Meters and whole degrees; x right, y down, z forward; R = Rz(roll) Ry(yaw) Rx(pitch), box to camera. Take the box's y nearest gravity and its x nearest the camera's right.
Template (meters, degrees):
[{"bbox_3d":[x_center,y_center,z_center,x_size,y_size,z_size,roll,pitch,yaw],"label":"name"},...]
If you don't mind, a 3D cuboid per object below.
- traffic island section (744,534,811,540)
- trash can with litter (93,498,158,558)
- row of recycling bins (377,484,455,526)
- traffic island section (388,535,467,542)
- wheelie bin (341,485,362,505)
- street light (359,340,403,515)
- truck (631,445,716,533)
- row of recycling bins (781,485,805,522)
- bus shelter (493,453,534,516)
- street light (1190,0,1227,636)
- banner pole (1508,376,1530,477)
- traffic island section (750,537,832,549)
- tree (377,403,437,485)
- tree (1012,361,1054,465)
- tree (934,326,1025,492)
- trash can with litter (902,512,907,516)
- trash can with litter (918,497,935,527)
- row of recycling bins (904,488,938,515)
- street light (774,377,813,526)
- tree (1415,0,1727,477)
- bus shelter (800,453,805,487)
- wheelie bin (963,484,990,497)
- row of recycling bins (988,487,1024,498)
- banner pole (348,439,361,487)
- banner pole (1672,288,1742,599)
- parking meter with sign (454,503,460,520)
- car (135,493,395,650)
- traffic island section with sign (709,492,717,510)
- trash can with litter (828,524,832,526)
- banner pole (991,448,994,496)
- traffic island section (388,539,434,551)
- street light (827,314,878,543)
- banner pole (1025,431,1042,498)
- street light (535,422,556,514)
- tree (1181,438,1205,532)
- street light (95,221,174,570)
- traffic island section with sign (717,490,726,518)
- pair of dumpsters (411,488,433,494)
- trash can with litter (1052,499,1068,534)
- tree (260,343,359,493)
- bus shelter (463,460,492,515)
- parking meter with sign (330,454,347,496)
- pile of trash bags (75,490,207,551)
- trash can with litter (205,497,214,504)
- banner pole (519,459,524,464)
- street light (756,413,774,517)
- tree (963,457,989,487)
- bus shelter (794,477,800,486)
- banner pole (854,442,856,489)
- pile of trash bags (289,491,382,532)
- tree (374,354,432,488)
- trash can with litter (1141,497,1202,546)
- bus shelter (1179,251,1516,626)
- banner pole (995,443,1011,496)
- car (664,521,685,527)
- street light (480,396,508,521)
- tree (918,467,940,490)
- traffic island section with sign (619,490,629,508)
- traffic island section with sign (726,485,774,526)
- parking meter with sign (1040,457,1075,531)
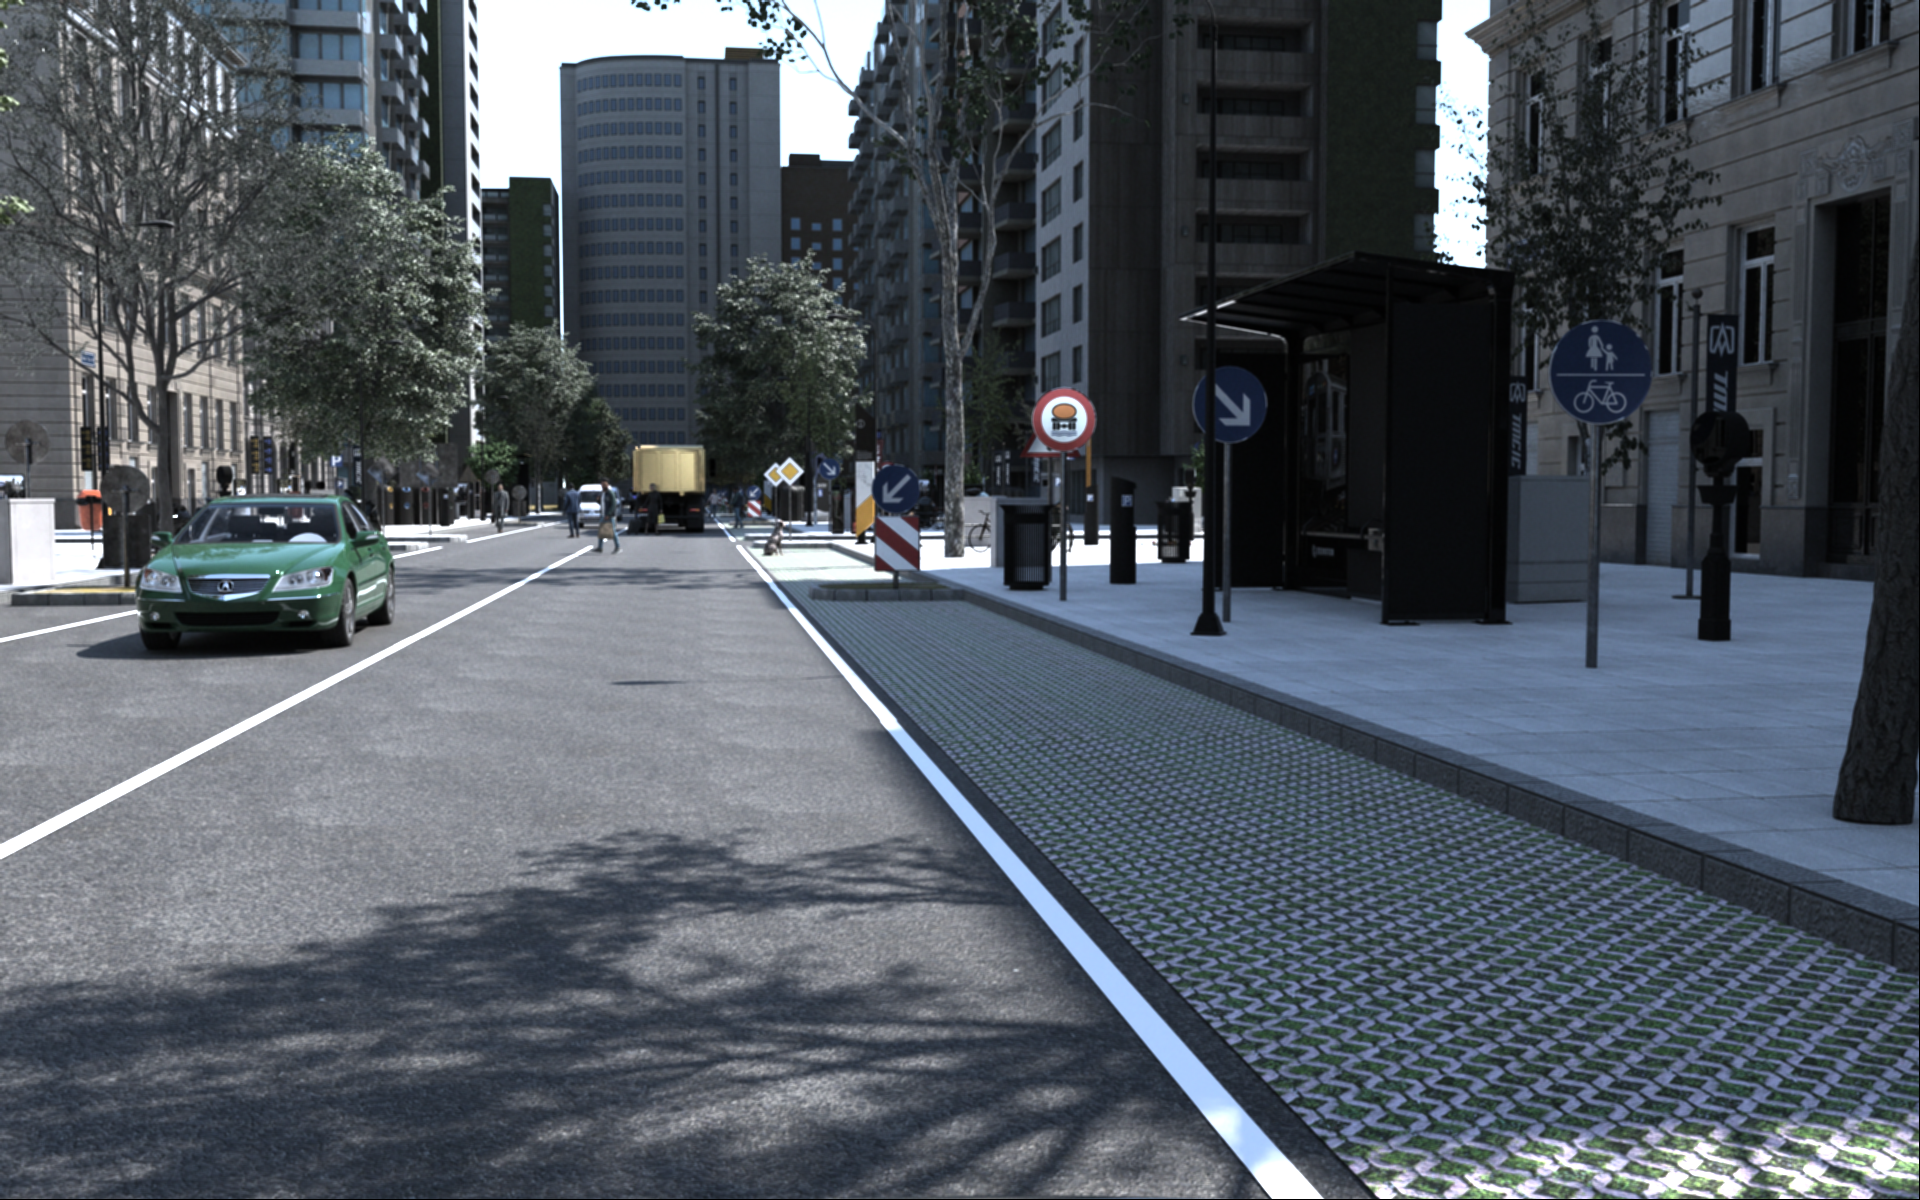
[{"bbox_3d":[-5.750,-1.964,54.396,2.009,0.180,2.903,-1,4,-9],"label":"traffic island section"},{"bbox_3d":[-16.296,-1.473,35.145,2.233,1.210,1.678,1,4,22],"label":"trash can with litter"},{"bbox_3d":[-22.596,-3.936,71.464,1.069,1.692,3.534,3,5,45],"label":"row of recycling bins"},{"bbox_3d":[-16.169,-1.867,52.804,2.009,0.180,2.903,-1,4,-9],"label":"traffic island section"},{"bbox_3d":[-22.226,-3.397,63.452,0.693,1.594,0.980,1,4,18],"label":"wheelie bin"},{"bbox_3d":[-17.514,-4.881,52.354,1.470,5.913,1.316,-1,4,-9],"label":"street light"},{"bbox_3d":[-11.270,-4.389,67.691,3.469,3.379,9.791,0,4,-8],"label":"truck"},{"bbox_3d":[-7.824,-4.605,82.407,1.069,1.692,3.534,0,4,4],"label":"row of recycling bins"},{"bbox_3d":[-26.364,-6.814,102.691,1.731,3.624,6.357,-1,4,-9],"label":"bus shelter"},{"bbox_3d":[1.735,-2.632,15.574,1.470,5.913,1.316,-1,4,-9],"label":"street light"},{"bbox_3d":[10.239,-2.584,32.271,0.863,3.779,0.401,-1,4,-23],"label":"banner pole"},{"bbox_3d":[-4.535,-1.482,46.504,2.009,0.180,2.903,-1,4,-9],"label":"traffic island section"},{"bbox_3d":[-31.766,-9.070,98.655,4.737,8.622,4.395,0,3,0],"label":"tree"},{"bbox_3d":[5.034,-8.779,93.905,4.360,8.622,3.978,0,3,0],"label":"tree"},{"bbox_3d":[0.959,-7.701,76.277,4.737,8.622,4.395,0,3,0],"label":"tree"},{"bbox_3d":[-3.219,-5.020,93.140,1.678,1.210,2.233,1,4,23],"label":"trash can with litter"},{"bbox_3d":[-1.371,-3.407,67.090,0.624,1.170,1.055,1,4,13],"label":"trash can with litter"},{"bbox_3d":[-2.925,-6.062,106.231,3.534,1.692,1.069,-2,4,-33],"label":"row of recycling bins"},{"bbox_3d":[-6.563,-5.902,69.046,1.470,5.913,1.316,-1,4,-9],"label":"street light"},{"bbox_3d":[8.651,-4.512,24.133,4.360,8.622,3.978,0,3,0],"label":"tree"},{"bbox_3d":[-8.656,-6.733,101.366,1.731,3.624,6.357,-1,4,-9],"label":"bus shelter"},{"bbox_3d":[0.447,-2.872,54.866,0.980,1.594,0.693,0,4,4],"label":"wheelie bin"},{"bbox_3d":[2.661,-5.567,98.128,1.069,1.692,3.534,2,4,29],"label":"row of recycling bins"},{"bbox_3d":[-27.598,-5.444,79.028,0.863,3.779,0.401,-1,4,-20],"label":"banner pole"},{"bbox_3d":[9.183,-1.909,21.237,0.863,3.779,0.401,-1,4,-17],"label":"banner pole"},{"bbox_3d":[-25.700,-5.491,86.045,1.738,3.016,0.543,1,4,17],"label":"parking meter with sign"},{"bbox_3d":[-6.907,-0.354,17.585,2.131,1.459,4.920,-1,4,-11],"label":"car"},{"bbox_3d":[-21.304,-8.984,155.523,1.989,1.847,2.006,-1,4,-9],"label":"traffic island section with sign"},{"bbox_3d":[-4.704,-3.684,71.295,1.678,1.210,2.233,3,5,42],"label":"trash can with litter"},{"bbox_3d":[1.938,-6.308,93.152,0.863,3.779,0.401,-2,4,-34],"label":"banner pole"},{"bbox_3d":[-14.955,-1.384,44.912,2.009,0.180,2.903,-1,4,-9],"label":"traffic island section"},{"bbox_3d":[-2.742,-4.431,44.980,1.470,5.913,1.316,-1,4,-9],"label":"street light"},{"bbox_3d":[2.901,-4.846,69.256,0.863,3.779,0.401,0,4,1],"label":"banner pole"},{"bbox_3d":[-26.728,-8.514,111.751,1.470,5.913,1.316,-1,4,-9],"label":"street light"},{"bbox_3d":[8.445,-3.983,59.725,1.663,3.219,1.824,0,3,0],"label":"tree"},{"bbox_3d":[-14.052,-3.484,29.512,1.470,5.913,1.316,-1,4,-9],"label":"street light"},{"bbox_3d":[-13.597,-5.918,105.394,1.989,1.847,2.006,-1,4,-9],"label":"traffic island section with sign"},{"bbox_3d":[-25.592,-4.898,82.568,1.574,2.255,4.437,-1,4,-9],"label":"pair of dumpsters"},{"bbox_3d":[2.932,-2.705,55.619,1.055,1.170,0.624,0,4,1],"label":"trash can with litter"},{"bbox_3d":[-31.146,-8.055,82.066,4.360,8.622,3.978,0,3,0],"label":"tree"},{"bbox_3d":[-29.764,-7.148,108.153,1.731,3.624,6.357,-1,4,-9],"label":"bus shelter"},{"bbox_3d":[-27.417,-4.925,76.778,0.543,3.016,1.738,0,4,-7],"label":"parking meter with sign"},{"bbox_3d":[-18.523,-1.854,40.058,3.447,1.369,1.912,-2,4,-29],"label":"pile of trash bags"},{"bbox_3d":[-24.299,-2.789,56.980,1.055,1.170,0.624,0,4,2],"label":"trash can with litter"},{"bbox_3d":[-28.857,-7.576,113.879,0.401,3.779,0.863,1,4,14],"label":"banner pole"},{"bbox_3d":[-11.095,-7.700,98.443,1.470,5.913,1.316,-1,4,-9],"label":"street light"},{"bbox_3d":[0.592,-5.853,90.300,1.663,3.219,1.824,0,3,0],"label":"tree"},{"bbox_3d":[-11.715,-7.819,121.764,2.014,3.302,5.546,-1,4,-9],"label":"bus shelter"},{"bbox_3d":[-4.996,-5.717,83.488,0.401,3.779,0.863,-1,4,-16],"label":"banner pole"},{"bbox_3d":[-21.217,-2.975,58.401,3.447,1.369,1.912,1,4,15],"label":"pile of trash bags"},{"bbox_3d":[-30.538,-8.532,89.866,4.360,8.622,3.978,0,3,0],"label":"tree"},{"bbox_3d":[5.376,-1.982,43.465,1.678,1.210,2.233,0,4,7],"label":"trash can with litter"},{"bbox_3d":[4.195,-1.754,19.964,1.731,3.624,6.357,-1,4,-9],"label":"bus shelter"},{"bbox_3d":[2.236,-5.764,84.259,0.401,3.779,0.863,-2,4,-31],"label":"banner pole"},{"bbox_3d":[-12.970,-3.885,75.877,2.083,1.381,4.827,-1,4,-11],"label":"car"},{"bbox_3d":[-22.148,-6.714,82.308,1.470,5.913,1.316,-1,4,-9],"label":"street light"},{"bbox_3d":[-2.015,-7.261,113.315,1.663,3.219,1.824,0,3,0],"label":"tree"},{"bbox_3d":[-35.485,-10.509,180.444,1.989,1.847,2.006,-1,4,-9],"label":"traffic island section with sign"},{"bbox_3d":[-9.498,-4.289,78.752,1.989,1.847,2.006,-1,4,-9],"label":"traffic island section with sign"},{"bbox_3d":[3.224,-3.973,61.224,1.738,3.016,0.543,3,5,45],"label":"parking meter with sign"}]
